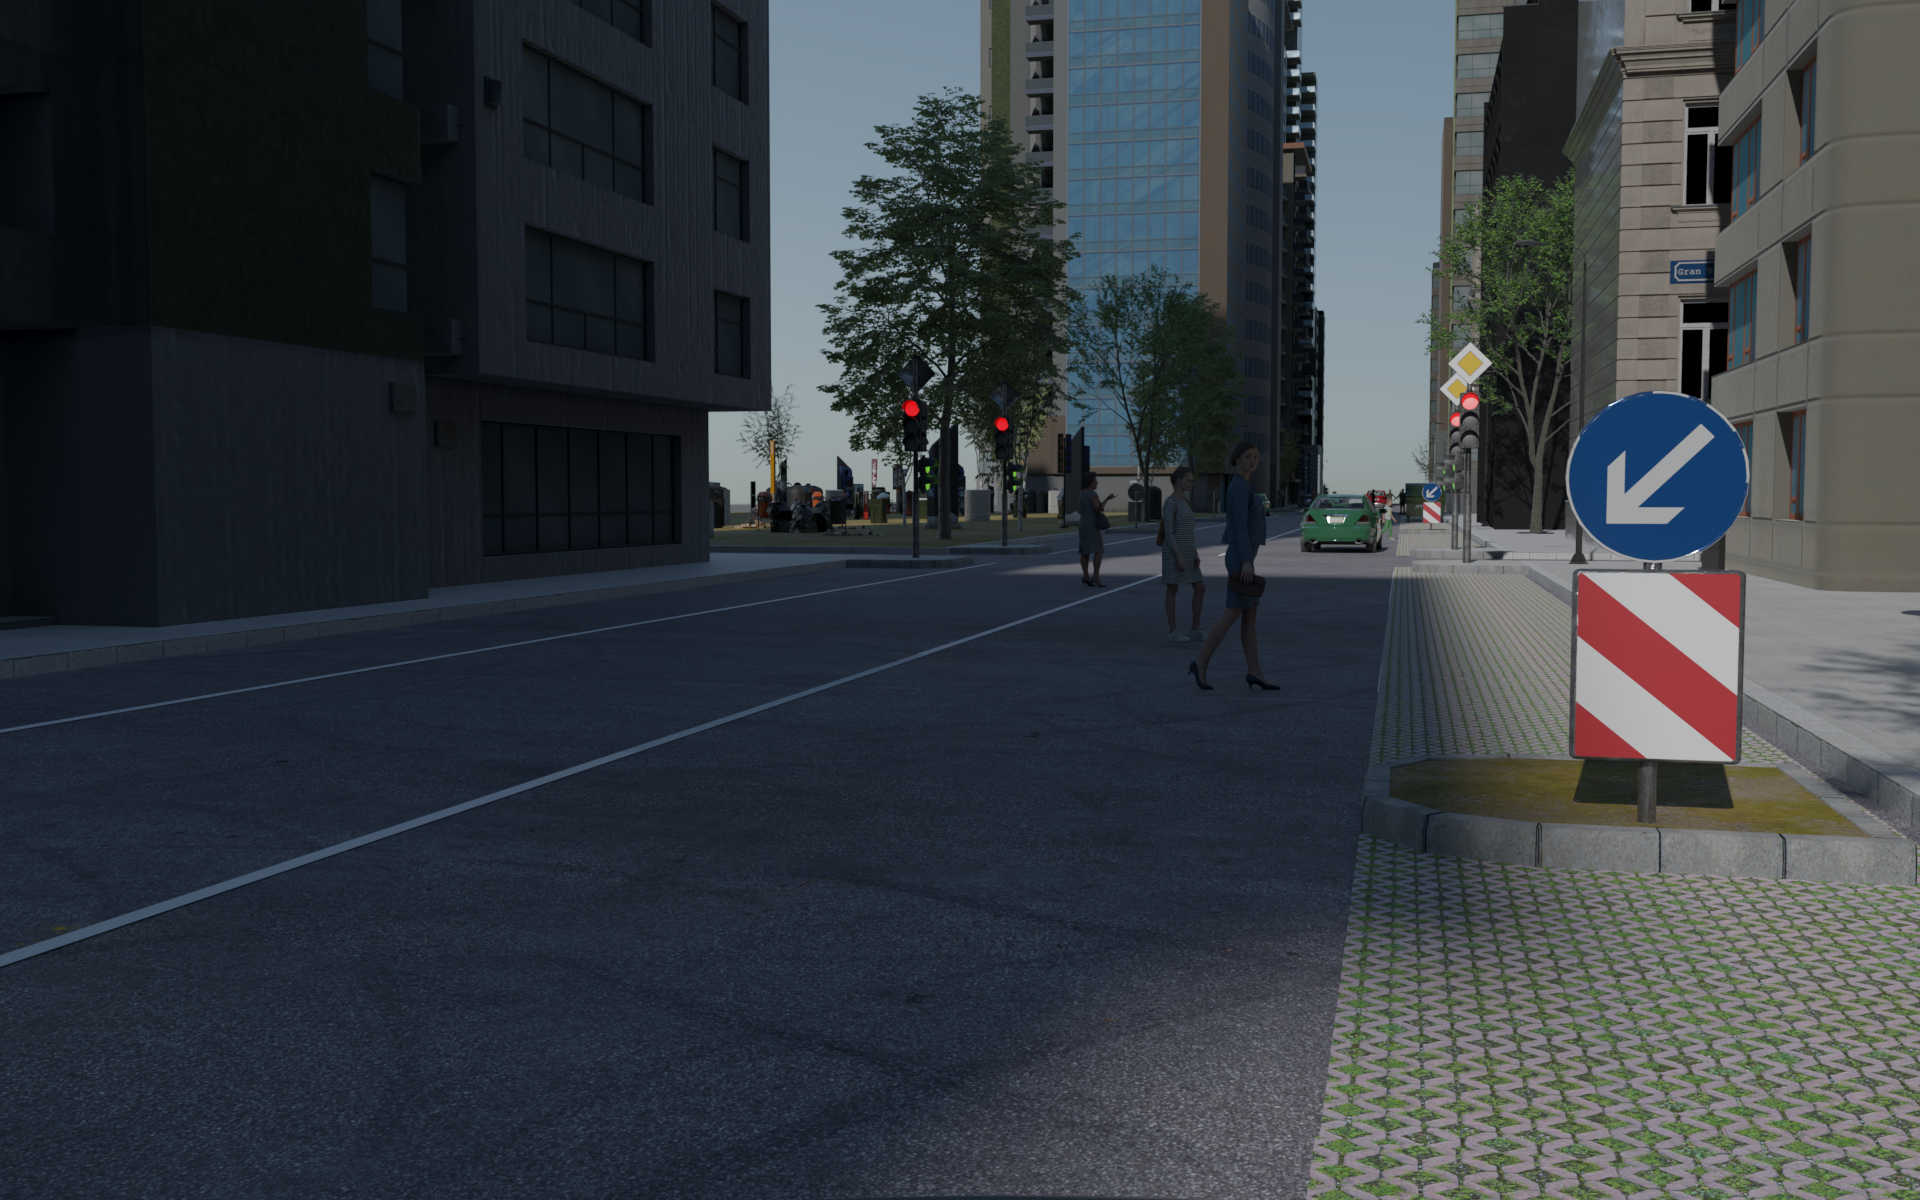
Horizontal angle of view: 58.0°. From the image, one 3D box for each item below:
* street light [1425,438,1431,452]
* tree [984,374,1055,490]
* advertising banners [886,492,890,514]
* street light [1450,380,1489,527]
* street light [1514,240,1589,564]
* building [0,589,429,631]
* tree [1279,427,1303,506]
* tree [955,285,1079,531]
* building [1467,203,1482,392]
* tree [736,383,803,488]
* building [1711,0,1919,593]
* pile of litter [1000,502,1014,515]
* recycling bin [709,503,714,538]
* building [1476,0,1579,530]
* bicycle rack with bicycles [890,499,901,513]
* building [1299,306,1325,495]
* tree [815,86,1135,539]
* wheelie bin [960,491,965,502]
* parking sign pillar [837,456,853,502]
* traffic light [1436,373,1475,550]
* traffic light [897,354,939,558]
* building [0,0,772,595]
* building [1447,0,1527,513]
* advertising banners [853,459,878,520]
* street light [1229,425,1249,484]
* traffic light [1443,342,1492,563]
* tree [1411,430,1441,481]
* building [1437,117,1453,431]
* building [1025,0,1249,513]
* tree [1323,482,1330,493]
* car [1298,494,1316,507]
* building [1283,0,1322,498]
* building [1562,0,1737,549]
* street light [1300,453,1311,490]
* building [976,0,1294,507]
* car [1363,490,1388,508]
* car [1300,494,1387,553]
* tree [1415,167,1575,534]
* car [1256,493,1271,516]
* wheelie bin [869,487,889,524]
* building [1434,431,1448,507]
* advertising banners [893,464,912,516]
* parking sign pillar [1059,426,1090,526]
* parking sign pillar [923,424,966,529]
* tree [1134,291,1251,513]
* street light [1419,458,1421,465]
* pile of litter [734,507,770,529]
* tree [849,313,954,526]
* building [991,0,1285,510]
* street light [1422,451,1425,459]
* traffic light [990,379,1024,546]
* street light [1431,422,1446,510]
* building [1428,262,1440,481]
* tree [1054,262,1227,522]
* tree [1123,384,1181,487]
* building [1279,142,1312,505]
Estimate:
[{"bbox_3d":[39.208,-10.383,142.299,1.470,5.913,1.316,1,4,14],"label":"street light"},{"bbox_3d":[3.564,-9.234,101.331,4.737,8.622,4.395,0,3,0],"label":"tree"},{"bbox_3d":[-4.680,-7.001,110.655,2.074,3.025,0.090,-3,5,-43],"label":"advertising banners"},{"bbox_3d":[20.302,-5.877,68.632,1.470,5.913,1.316,1,4,14],"label":"street light"},{"bbox_3d":[10.832,-3.621,31.752,1.470,5.913,1.316,1,4,14],"label":"street light"},{"bbox_3d":[-15.032,-14.909,15.456,14.160,30.474,14.107,1,4,14],"label":"building"},{"bbox_3d":[35.660,-14.638,189.688,4.737,8.622,4.395,0,3,0],"label":"tree"},{"bbox_3d":[2.076,-6.670,59.424,4.360,8.622,3.978,0,3,0],"label":"tree"},{"bbox_3d":[34.679,-16.738,92.744,14.460,24.649,34.723,1,4,14],"label":"building"},{"bbox_3d":[-11.767,-9.707,109.074,4.360,8.622,3.978,0,3,0],"label":"tree"},{"bbox_3d":[23.383,-10.299,13.431,27.650,21.520,28.899,1,4,14],"label":"building"},{"bbox_3d":[3.126,-5.787,108.588,1.176,0.858,1.719,-1,4,-11],"label":"pile of litter"},{"bbox_3d":[-7.690,-2.366,51.237,0.722,1.027,0.722,-1,4,-17],"label":"recycling bin"},{"bbox_3d":[27.190,-14.571,67.916,12.332,23.373,15.834,1,4,14],"label":"building"},{"bbox_3d":[-4.141,-6.280,116.065,2.925,0.926,2.852,-1,4,-17],"label":"bicycle rack with bicycles"},{"bbox_3d":[48.001,-30.098,263.796,14.160,30.474,14.107,1,4,14],"label":"building"},{"bbox_3d":[-0.028,-7.991,48.781,7.486,12.596,7.792,0,3,0],"label":"tree"},{"bbox_3d":[0.377,-6.371,112.072,0.693,1.594,0.980,0,4,2],"label":"wheelie bin"},{"bbox_3d":[-8.078,-8.159,121.877,1.447,3.967,1.447,3,4,39],"label":"parking sign pillar"},{"bbox_3d":[11.397,-3.116,39.862,0.839,4.253,0.868,1,4,14],"label":"traffic light"},{"bbox_3d":[-0.872,-2.802,34.740,0.839,4.253,0.868,1,4,14],"label":"traffic light"},{"bbox_3d":[-11.331,-15.827,30.474,14.107,30.474,14.160,1,4,14],"label":"building"},{"bbox_3d":[41.221,-26.671,119.673,14.154,41.232,14.086,1,4,14],"label":"building"},{"bbox_3d":[-4.693,-5.502,86.144,0.090,3.025,2.074,-3,4,-38],"label":"advertising banners"},{"bbox_3d":[18.743,-8.828,116.886,1.470,5.913,1.316,1,4,14],"label":"street light"},{"bbox_3d":[9.412,-2.643,32.127,0.839,4.253,0.868,1,4,14],"label":"traffic light"},{"bbox_3d":[52.701,-14.857,193.268,4.360,8.622,3.978,0,3,0],"label":"tree"},{"bbox_3d":[62.552,-33.627,199.914,14.600,45.320,14.200,1,4,14],"label":"building"},{"bbox_3d":[13.150,-29.069,125.388,14.600,45.320,14.200,1,4,14],"label":"building"},{"bbox_3d":[56.948,-16.877,270.547,1.663,3.219,1.824,0,3,0],"label":"tree"},{"bbox_3d":[34.658,-9.822,172.589,2.014,1.417,4.499,1,4,14],"label":"car"},{"bbox_3d":[39.639,-56.778,240.985,22.319,86.520,31.000,1,4,14],"label":"building"},{"bbox_3d":[27.869,-14.899,40.857,25.104,27.353,12.463,1,4,14],"label":"building"},{"bbox_3d":[39.353,-13.756,197.445,1.470,5.913,1.316,1,4,14],"label":"street light"},{"bbox_3d":[18.087,-35.817,174.849,28.713,52.752,27.495,1,4,14],"label":"building"},{"bbox_3d":[36.235,-8.687,150.701,2.281,1.827,5.304,1,4,15],"label":"car"},{"bbox_3d":[9.673,-1.955,43.769,2.131,1.459,4.920,1,4,16],"label":"car"},{"bbox_3d":[18.567,-7.938,55.537,9.928,11.665,9.643,0,3,0],"label":"tree"},{"bbox_3d":[18.607,-6.169,109.653,1.959,1.807,4.718,1,4,16],"label":"car"},{"bbox_3d":[-3.539,-4.134,75.492,0.980,1.594,0.693,1,4,22],"label":"wheelie bin"},{"bbox_3d":[58.010,-52.214,166.369,22.319,86.520,31.000,1,4,14],"label":"building"},{"bbox_3d":[-2.994,-6.440,101.489,0.090,3.025,2.074,3,5,43],"label":"advertising banners"},{"bbox_3d":[4.708,-4.965,69.657,1.447,3.967,1.447,-2,4,-28],"label":"parking sign pillar"},{"bbox_3d":[-0.639,-4.635,64.254,1.447,3.967,1.447,3,5,42],"label":"parking sign pillar"},{"bbox_3d":[12.768,-10.959,97.310,7.486,12.596,7.792,0,3,0],"label":"tree"},{"bbox_3d":[60.281,-15.399,224.317,1.470,5.913,1.316,1,4,14],"label":"street light"},{"bbox_3d":[-7.688,-3.098,64.617,1.176,0.858,1.719,-3,5,-42],"label":"pile of litter"},{"bbox_3d":[-2.335,-7.284,69.459,4.360,8.622,3.978,0,3,0],"label":"tree"},{"bbox_3d":[15.652,-36.954,146.195,21.231,58.520,28.212,1,4,14],"label":"building"},{"bbox_3d":[50.545,-13.062,186.102,1.470,5.913,1.316,1,4,14],"label":"street light"},{"bbox_3d":[1.114,-3.275,42.475,0.839,4.253,0.868,1,4,14],"label":"traffic light"},{"bbox_3d":[31.446,-8.549,112.311,1.470,5.913,1.316,1,4,14],"label":"street light"},{"bbox_3d":[65.454,-27.083,214.506,14.160,30.474,14.107,1,4,14],"label":"building"},{"bbox_3d":[8.403,-9.388,79.251,9.928,11.665,9.643,0,3,0],"label":"tree"},{"bbox_3d":[12.113,-9.714,109.185,4.360,8.622,3.978,0,3,0],"label":"tree"},{"bbox_3d":[31.530,-34.181,213.490,22.147,44.769,28.867,1,4,14],"label":"building"}]
